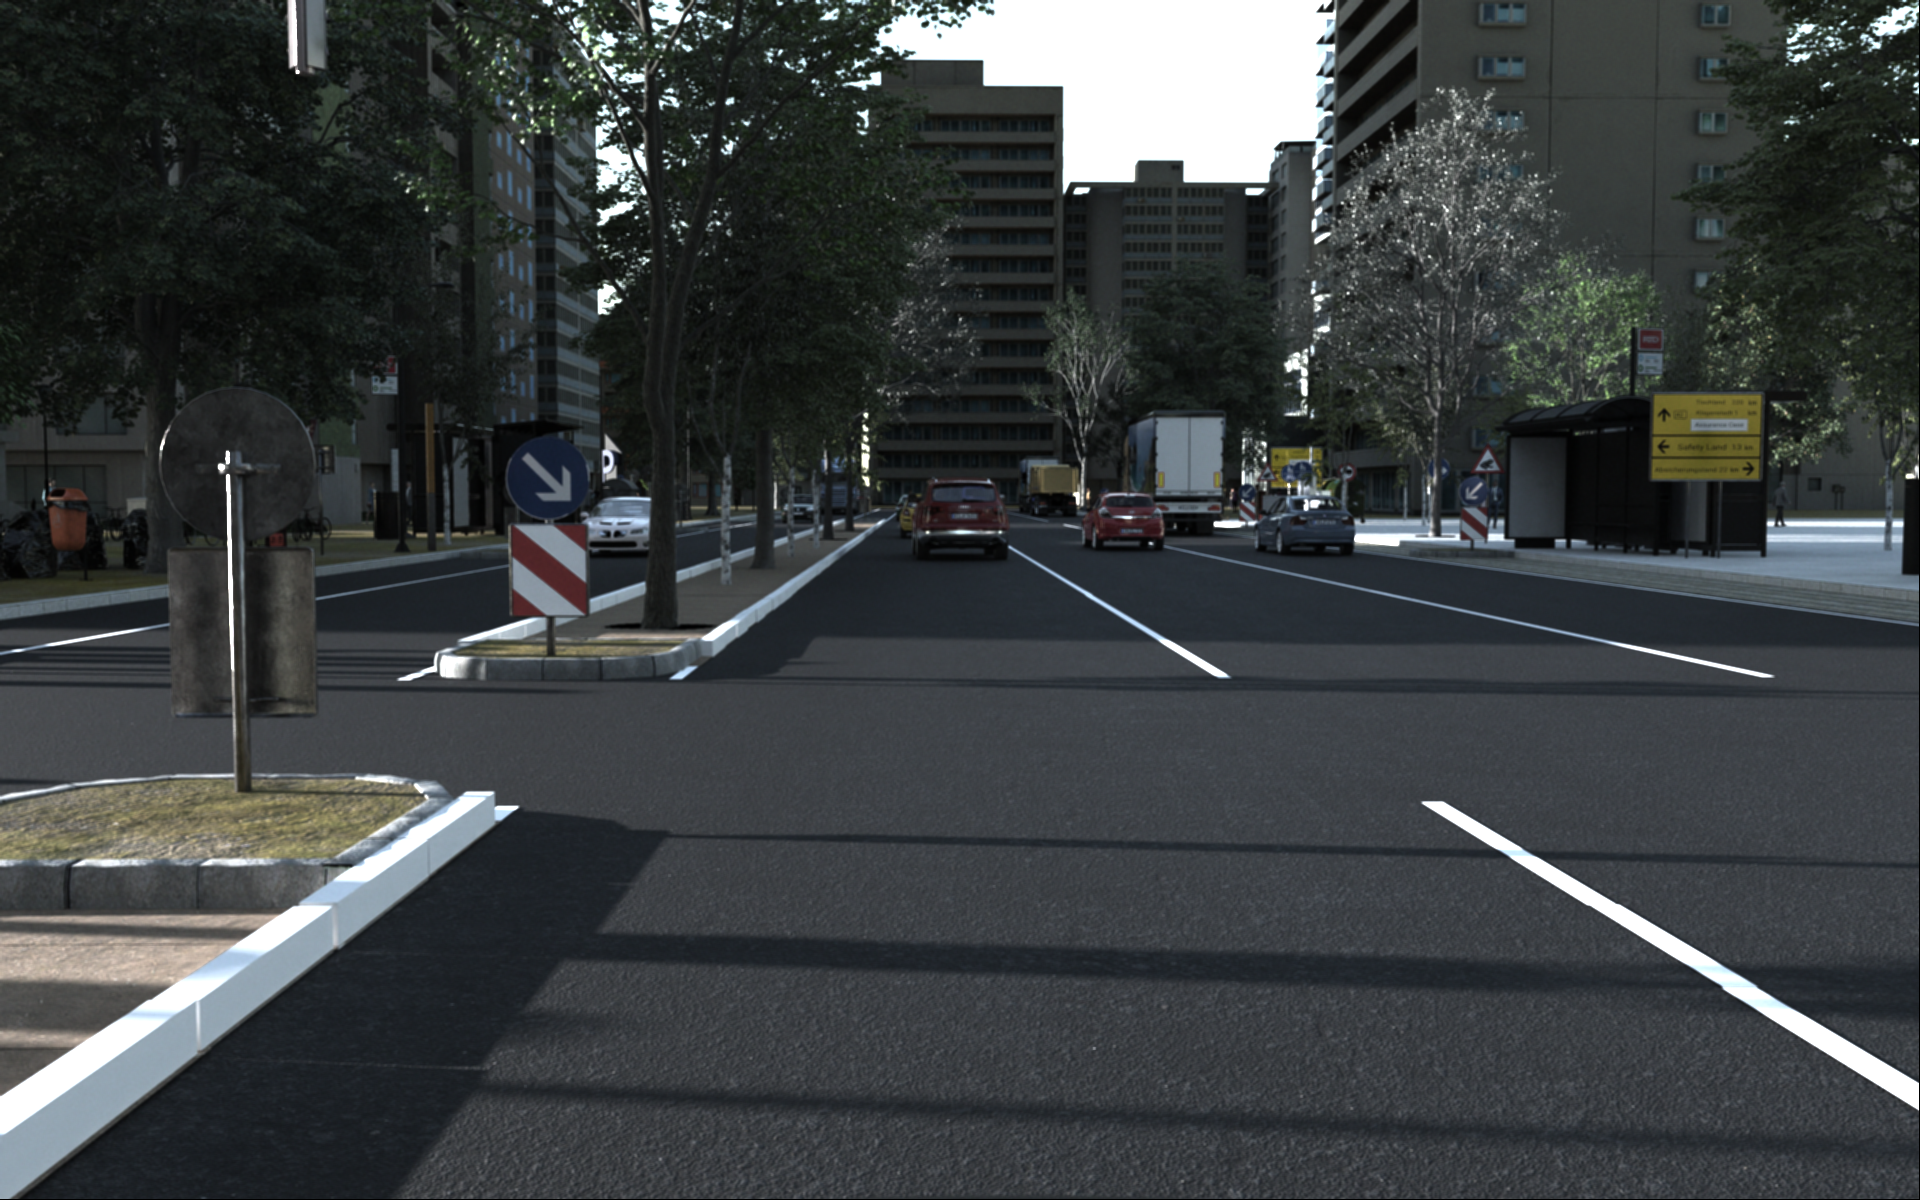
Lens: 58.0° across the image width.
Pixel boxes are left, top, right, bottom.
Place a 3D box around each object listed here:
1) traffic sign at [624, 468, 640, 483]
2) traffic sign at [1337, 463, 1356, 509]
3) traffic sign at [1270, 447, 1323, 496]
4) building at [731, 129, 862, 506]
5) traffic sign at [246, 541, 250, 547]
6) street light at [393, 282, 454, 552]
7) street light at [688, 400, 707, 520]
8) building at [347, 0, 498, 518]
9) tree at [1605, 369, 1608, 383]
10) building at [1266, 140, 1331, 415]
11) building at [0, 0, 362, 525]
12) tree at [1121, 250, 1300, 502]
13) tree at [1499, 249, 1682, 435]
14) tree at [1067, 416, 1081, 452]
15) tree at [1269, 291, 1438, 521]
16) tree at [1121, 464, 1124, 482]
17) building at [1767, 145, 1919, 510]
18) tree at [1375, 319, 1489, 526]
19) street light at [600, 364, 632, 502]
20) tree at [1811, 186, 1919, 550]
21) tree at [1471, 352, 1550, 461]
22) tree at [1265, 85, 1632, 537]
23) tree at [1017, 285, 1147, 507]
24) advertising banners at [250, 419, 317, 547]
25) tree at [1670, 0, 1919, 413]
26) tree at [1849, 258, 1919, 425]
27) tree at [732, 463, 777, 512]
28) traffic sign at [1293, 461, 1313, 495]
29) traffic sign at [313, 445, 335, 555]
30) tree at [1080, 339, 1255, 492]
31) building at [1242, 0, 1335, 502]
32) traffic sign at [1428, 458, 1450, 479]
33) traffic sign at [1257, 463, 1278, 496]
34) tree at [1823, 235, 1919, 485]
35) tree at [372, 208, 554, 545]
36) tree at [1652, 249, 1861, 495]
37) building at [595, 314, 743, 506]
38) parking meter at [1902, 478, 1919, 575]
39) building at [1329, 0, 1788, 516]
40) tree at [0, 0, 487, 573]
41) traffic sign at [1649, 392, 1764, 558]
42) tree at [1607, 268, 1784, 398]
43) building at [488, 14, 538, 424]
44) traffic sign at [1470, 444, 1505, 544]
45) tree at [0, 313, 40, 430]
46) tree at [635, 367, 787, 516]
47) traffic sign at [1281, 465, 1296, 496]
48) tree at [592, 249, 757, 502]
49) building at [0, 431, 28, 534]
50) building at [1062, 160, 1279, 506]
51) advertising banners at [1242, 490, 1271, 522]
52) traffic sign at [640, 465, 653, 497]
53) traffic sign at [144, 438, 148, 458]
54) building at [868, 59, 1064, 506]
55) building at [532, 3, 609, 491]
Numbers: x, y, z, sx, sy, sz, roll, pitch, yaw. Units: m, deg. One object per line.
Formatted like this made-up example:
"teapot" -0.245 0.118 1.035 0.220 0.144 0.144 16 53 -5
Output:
"traffic sign" -16.057 -5.178 84.762 0.768 2.556 0.104 0 4 1
"traffic sign" 15.756 -4.314 70.641 0.768 2.556 0.104 0 4 6
"traffic sign" 14.596 -4.973 75.186 2.265 3.308 0.079 0 4 1
"building" -18.063 -31.187 193.506 14.086 41.232 14.154 0 4 -1
"traffic sign" -15.323 -2.268 37.183 0.768 2.556 0.104 0 4 -1
"street light" -11.780 -4.009 38.088 1.470 5.913 1.316 0 4 -1
"street light" -12.856 -6.915 85.594 1.470 5.913 1.316 0 4 -1
"building" -34.558 -19.842 96.111 14.160 30.474 14.107 0 4 -1
"tree" 26.811 -7.021 65.153 4.360 8.622 3.978 0 3 0
"building" 42.650 -31.238 194.332 14.086 41.232 14.154 0 4 -1
"building" -33.291 -23.527 68.256 14.154 41.232 14.086 0 4 -1
"tree" 12.788 -11.169 89.265 9.857 13.997 8.962 0 3 0
"tree" 27.065 -9.104 74.601 9.928 11.665 9.643 0 3 0
"tree" 12.333 -12.348 136.302 8.767 10.594 7.601 1 4 15
"tree" 13.362 -6.767 61.011 4.737 8.622 4.395 0 3 0
"tree" 12.713 -8.242 118.464 4.285 4.588 4.351 0 3 0
"building" 70.517 -22.901 146.140 14.107 30.474 14.160 0 4 -1
"tree" 20.405 -7.677 75.877 4.360 8.622 3.978 0 3 0
"street light" -12.267 -5.462 61.842 1.470 5.913 1.316 0 4 -1
"tree" 21.081 -5.426 39.078 4.360 8.622 3.978 0 3 0
"tree" 27.997 -8.363 87.099 4.737 8.622 4.395 0 3 0
"tree" 14.378 -8.630 51.471 12.009 13.543 11.850 0 3 0
"tree" 11.512 -18.328 155.557 12.611 20.169 13.585 0 3 0
"advertising banners" -15.794 -2.669 39.828 2.074 3.025 0.090 -3 5 -41
"tree" 14.372 -6.558 25.346 7.486 12.596 7.792 0 3 0
"tree" 38.202 -8.576 65.976 9.928 11.665 9.643 0 3 0
"tree" -15.330 -8.827 128.029 4.285 4.588 4.351 0 3 0
"traffic sign" 13.311 -4.113 67.359 0.768 2.556 0.104 0 4 3
"traffic sign" -13.345 -2.083 36.183 0.606 2.300 0.079 0 4 2
"tree" 13.105 -10.280 102.492 8.767 10.594 7.601 -2 4 -34
"building" 36.327 -50.274 134.656 22.319 86.520 31.000 0 4 -1
"traffic sign" 16.865 -3.730 61.091 0.768 2.556 0.104 0 4 5
"traffic sign" 12.733 -4.387 71.738 0.884 2.594 0.081 0 4 3
"tree" 25.833 -5.918 47.118 4.737 8.622 4.395 0 3 0
"tree" -12.625 -5.677 43.180 4.360 8.622 3.978 0 3 0
"tree" 36.846 -10.024 80.907 9.611 12.733 9.660 0 3 0
"building" -39.692 -21.714 200.064 28.899 21.520 27.650 0 4 -1
"parking meter" 15.230 -1.172 27.570 0.372 1.533 0.369 0 3 0
"building" 36.656 -29.702 109.329 21.300 48.544 21.600 0 4 -1
"tree" -12.881 -7.419 27.962 9.857 13.997 8.962 0 3 0
"traffic sign" 14.862 -2.488 34.560 2.265 3.308 0.079 0 4 -1
"tree" 24.395 -6.509 56.780 4.360 8.622 3.978 0 3 0
"building" -35.486 -28.114 109.769 14.600 45.320 14.200 0 4 -1
"traffic sign" 13.638 -2.742 44.836 0.884 2.594 0.081 0 4 5
"tree" -12.571 -2.215 19.926 4.285 4.588 4.351 0 3 0
"tree" -14.867 -11.373 102.956 9.611 12.733 9.660 0 3 0
"traffic sign" 14.234 -4.568 74.794 0.768 2.556 0.104 0 4 5
"tree" -14.406 -11.266 90.847 9.857 13.997 8.962 0 3 0
"building" -42.052 -21.359 41.099 32.217 40.220 23.993 0 4 -1
"building" 23.394 -31.322 203.995 23.993 40.220 32.217 0 4 -1
"advertising banners" 14.133 -5.201 81.232 2.074 3.025 0.090 -1 4 -22
"traffic sign" -13.689 -4.656 76.228 0.768 2.556 0.104 0 4 4
"traffic sign" -15.474 -2.049 33.611 0.768 2.556 0.104 0 4 8
"building" 0.393 -35.091 197.436 21.600 48.544 21.300 0 4 -1
"building" -40.925 -27.077 134.589 23.993 40.220 32.217 0 4 -1
